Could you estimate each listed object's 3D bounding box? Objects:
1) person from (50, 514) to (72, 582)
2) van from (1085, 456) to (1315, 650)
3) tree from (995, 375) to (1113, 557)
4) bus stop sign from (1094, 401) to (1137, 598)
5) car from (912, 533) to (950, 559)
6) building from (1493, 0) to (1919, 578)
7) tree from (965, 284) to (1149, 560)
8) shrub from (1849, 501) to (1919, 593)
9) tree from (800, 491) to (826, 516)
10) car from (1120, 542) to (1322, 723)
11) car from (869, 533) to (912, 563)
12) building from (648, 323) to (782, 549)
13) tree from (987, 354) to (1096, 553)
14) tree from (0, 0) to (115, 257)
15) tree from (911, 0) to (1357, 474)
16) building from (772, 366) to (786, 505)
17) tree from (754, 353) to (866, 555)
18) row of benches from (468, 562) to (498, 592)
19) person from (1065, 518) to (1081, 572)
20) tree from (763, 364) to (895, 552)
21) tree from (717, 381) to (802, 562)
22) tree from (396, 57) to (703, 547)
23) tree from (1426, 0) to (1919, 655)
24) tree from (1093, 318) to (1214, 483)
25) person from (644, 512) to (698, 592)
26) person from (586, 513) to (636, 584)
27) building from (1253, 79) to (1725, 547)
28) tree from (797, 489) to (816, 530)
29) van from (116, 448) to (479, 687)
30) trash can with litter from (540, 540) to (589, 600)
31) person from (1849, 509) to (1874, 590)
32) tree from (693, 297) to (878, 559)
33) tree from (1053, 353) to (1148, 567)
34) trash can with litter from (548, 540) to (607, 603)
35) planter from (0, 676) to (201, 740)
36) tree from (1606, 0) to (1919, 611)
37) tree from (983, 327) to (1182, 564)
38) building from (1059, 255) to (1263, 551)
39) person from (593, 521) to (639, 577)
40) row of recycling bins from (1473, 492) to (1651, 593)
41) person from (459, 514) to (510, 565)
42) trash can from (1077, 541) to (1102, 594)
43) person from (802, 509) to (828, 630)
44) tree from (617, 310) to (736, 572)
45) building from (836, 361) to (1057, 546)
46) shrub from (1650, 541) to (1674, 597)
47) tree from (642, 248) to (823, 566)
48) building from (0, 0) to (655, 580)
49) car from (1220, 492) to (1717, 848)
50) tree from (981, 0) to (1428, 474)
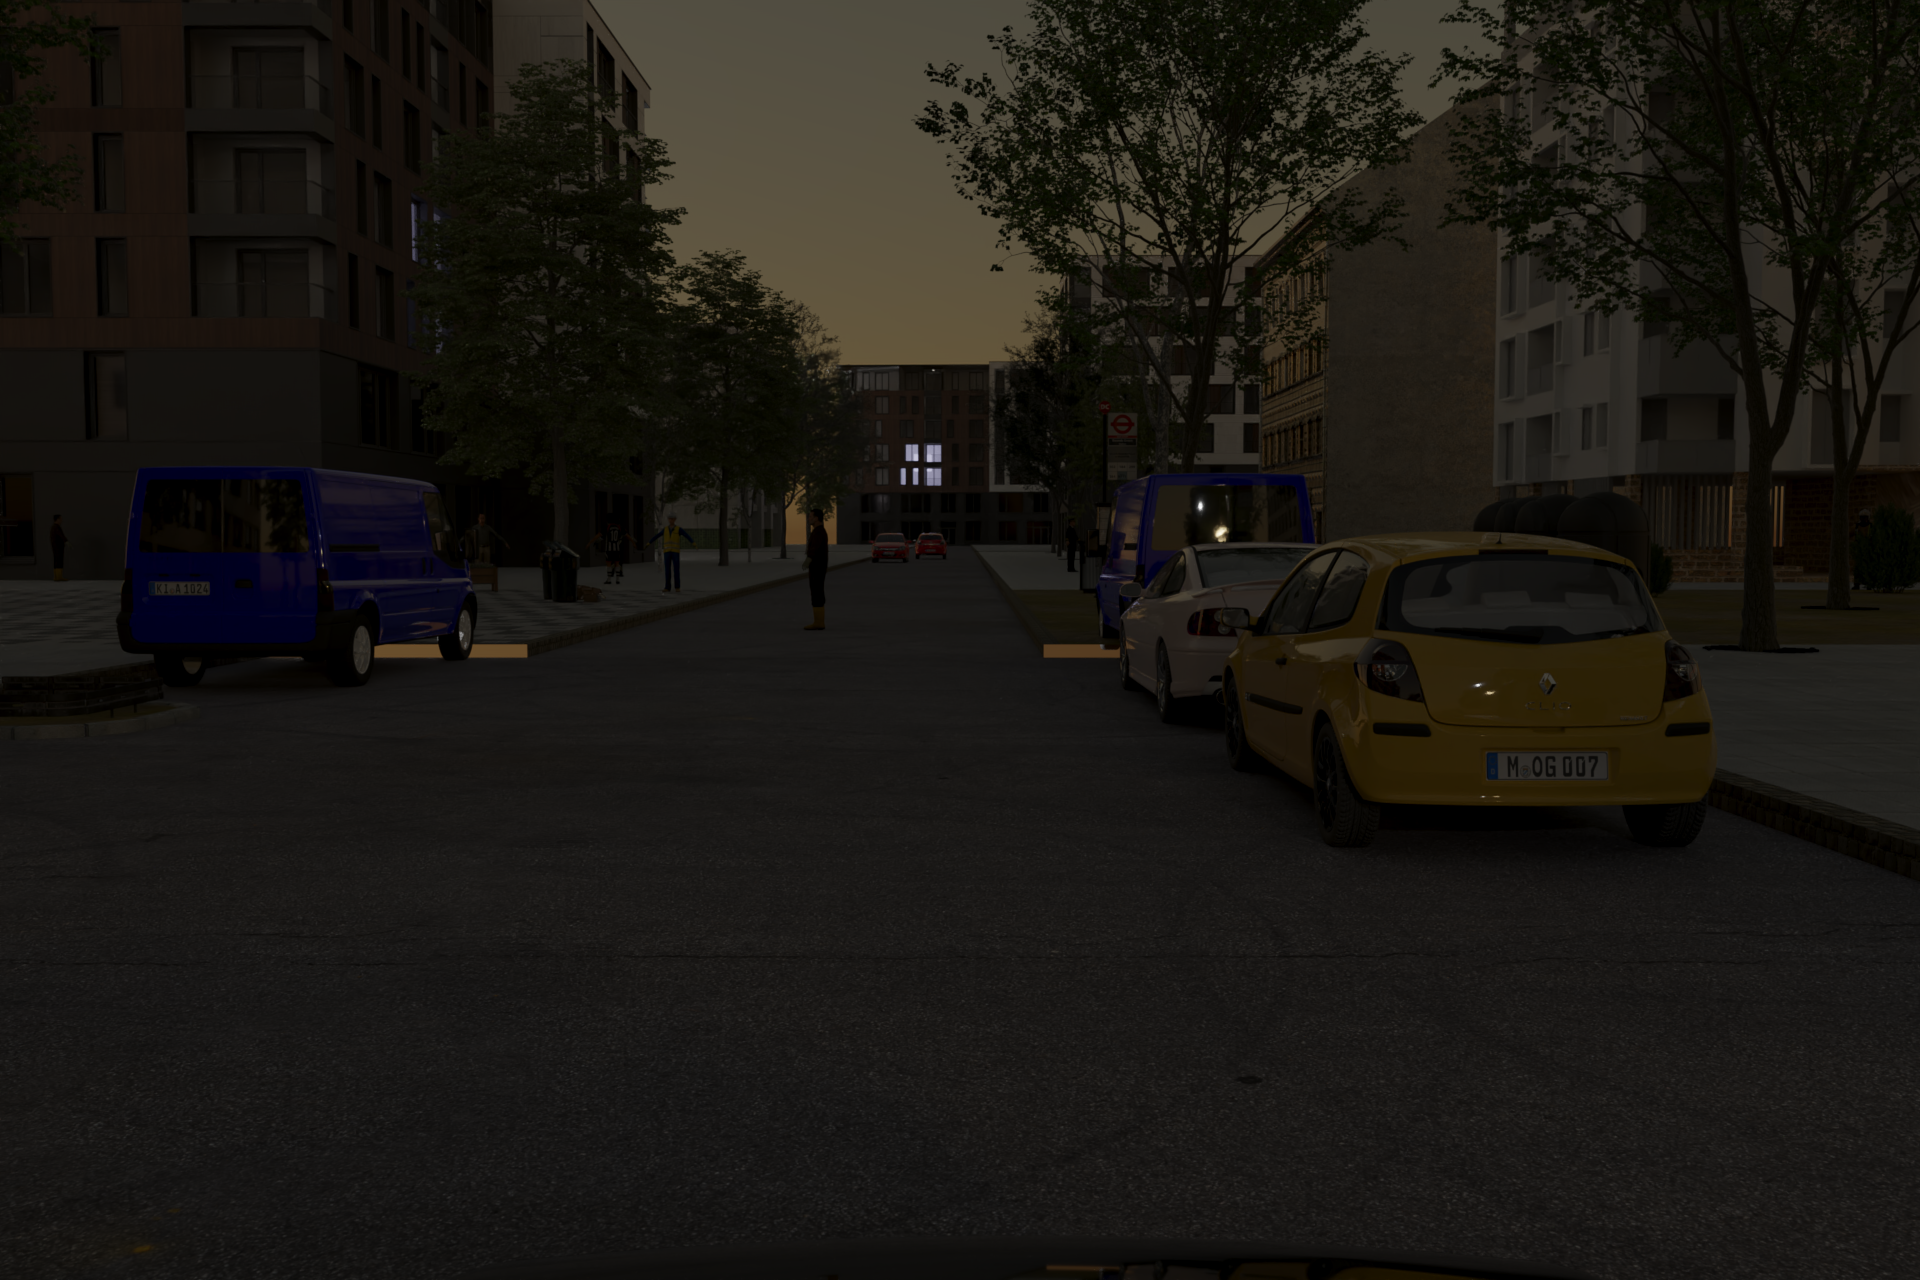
[{"bbox_3d":[-24.357,-2.490,46.844,0.704,1.812,1.346,-3,5,-45],"label":"person"},{"bbox_3d":[2.668,-0.941,19.775,2.240,2.365,5.245,0,4,-1],"label":"van"},{"bbox_3d":[5.782,-9.997,97.858,8.767,10.594,7.601,2,4,24],"label":"tree"},{"bbox_3d":[3.120,-2.819,34.795,0.855,3.939,0.416,0,4,-2],"label":"bus stop sign"},{"bbox_3d":[-1.665,-5.541,99.635,2.155,1.783,4.494,0,4,-1],"label":"car"},{"bbox_3d":[23.648,-12.337,58.130,16.016,20.090,11.380,0,4,0],"label":"building"},{"bbox_3d":[5.384,-10.756,86.227,12.009,13.543,11.850,0,3,0],"label":"tree"},{"bbox_3d":[20.189,-2.032,37.641,1.690,2.028,1.600,0,3,0],"label":"shrub"},{"bbox_3d":[-17.601,-16.340,217.513,4.360,8.622,3.978,0,3,0],"label":"tree"},{"bbox_3d":[2.430,-0.131,14.501,2.083,1.381,4.827,0,4,-1],"label":"car"},{"bbox_3d":[-3.519,-4.822,87.878,2.155,1.783,4.494,0,3,0],"label":"car"},{"bbox_3d":[-26.826,-18.017,161.037,16.747,18.905,31.486,0,4,1],"label":"building"},{"bbox_3d":[6.330,-12.521,115.085,12.009,13.543,11.850,0,3,0],"label":"tree"},{"bbox_3d":[-13.094,-5.641,17.986,9.928,11.665,9.643,0,3,0],"label":"tree"},{"bbox_3d":[4.851,-11.658,46.502,12.611,20.169,13.585,0,3,0],"label":"tree"},{"bbox_3d":[-24.748,-19.961,182.774,16.016,20.090,11.380,0,3,0],"label":"building"},{"bbox_3d":[-9.665,-11.650,108.599,7.486,12.596,7.792,0,3,0],"label":"tree"},{"bbox_3d":[-12.083,-1.374,37.926,4.104,0.672,1.422,-1,4,-21],"label":"row of benches"},{"bbox_3d":[3.794,-3.211,58.432,0.705,1.837,1.347,2,4,24],"label":"person"},{"bbox_3d":[-9.703,-13.010,123.085,12.009,13.543,11.850,0,3,0],"label":"tree"},{"bbox_3d":[-9.643,-7.805,77.973,4.360,8.622,3.978,0,3,0],"label":"tree"},{"bbox_3d":[-9.885,-7.558,41.705,7.486,12.596,7.792,0,3,0],"label":"tree"},{"bbox_3d":[8.892,-5.687,18.738,9.928,11.665,9.643,0,3,0],"label":"tree"},{"bbox_3d":[6.349,-6.675,59.503,4.737,8.622,4.395,0,3,0],"label":"tree"},{"bbox_3d":[-6.385,-1.947,38.290,1.216,1.772,0.721,0,4,6],"label":"person"},{"bbox_3d":[-8.916,-2.340,44.407,1.345,1.843,0.704,-2,4,-31],"label":"person"},{"bbox_3d":[26.065,-15.726,88.044,19.493,23.208,18.063,0,4,0],"label":"building"},{"bbox_3d":[-17.524,-16.061,212.951,4.360,8.622,3.978,0,3,0],"label":"tree"},{"bbox_3d":[-6.542,-0.828,17.929,2.240,2.365,5.245,0,3,0],"label":"van"},{"bbox_3d":[-7.674,-1.376,33.885,1.055,1.170,0.624,0,4,0],"label":"trash can with litter"},{"bbox_3d":[20.769,-2.082,39.811,1.354,1.858,0.705,3,4,38],"label":"person"},{"bbox_3d":[-9.000,-10.943,89.290,12.009,13.543,11.850,0,3,0],"label":"tree"},{"bbox_3d":[5.448,-7.168,67.560,4.737,8.622,4.395,0,3,0],"label":"tree"},{"bbox_3d":[-7.197,-1.297,32.594,1.055,1.170,0.624,0,4,1],"label":"trash can with litter"},{"bbox_3d":[-6.920,0.496,13.027,1.991,0.319,1.994,0,4,0],"label":"planter"},{"bbox_3d":[15.117,-6.323,29.133,9.928,11.665,9.643,0,3,0],"label":"tree"},{"bbox_3d":[5.275,-8.558,74.331,8.767,10.594,7.601,0,4,-1],"label":"tree"},{"bbox_3d":[22.029,-18.304,143.249,27.936,21.610,32.646,0,4,0],"label":"building"},{"bbox_3d":[-10.302,-2.819,51.865,1.354,1.856,0.705,0,4,-6],"label":"person"},{"bbox_3d":[6.255,-0.686,18.334,1.069,1.692,3.534,0,4,0],"label":"row of recycling bins"},{"bbox_3d":[-12.263,-2.336,44.469,1.348,1.796,0.705,-2,4,-25],"label":"person"},{"bbox_3d":[2.893,-1.581,37.496,0.748,1.137,0.748,0,3,0],"label":"trash can"},{"bbox_3d":[-2.171,-1.061,25.943,0.704,1.812,1.346,0,4,2],"label":"person"},{"bbox_3d":[-10.206,-6.558,57.590,4.360,8.622,3.978,0,3,0],"label":"tree"},{"bbox_3d":[1.866,-22.688,217.377,32.646,21.610,27.936,0,4,3],"label":"building"},{"bbox_3d":[13.974,-1.471,35.163,1.383,1.207,1.383,0,3,0],"label":"shrub"},{"bbox_3d":[-9.145,-9.253,69.411,7.486,12.596,7.792,0,3,0],"label":"tree"},{"bbox_3d":[-28.108,-13.435,63.638,27.936,21.610,32.646,0,3,0],"label":"building"},{"bbox_3d":[2.499,0.053,9.349,2.015,1.641,3.980,0,4,-1],"label":"car"},{"bbox_3d":[3.927,-6.294,28.663,9.928,11.665,9.643,0,3,0],"label":"tree"}]
